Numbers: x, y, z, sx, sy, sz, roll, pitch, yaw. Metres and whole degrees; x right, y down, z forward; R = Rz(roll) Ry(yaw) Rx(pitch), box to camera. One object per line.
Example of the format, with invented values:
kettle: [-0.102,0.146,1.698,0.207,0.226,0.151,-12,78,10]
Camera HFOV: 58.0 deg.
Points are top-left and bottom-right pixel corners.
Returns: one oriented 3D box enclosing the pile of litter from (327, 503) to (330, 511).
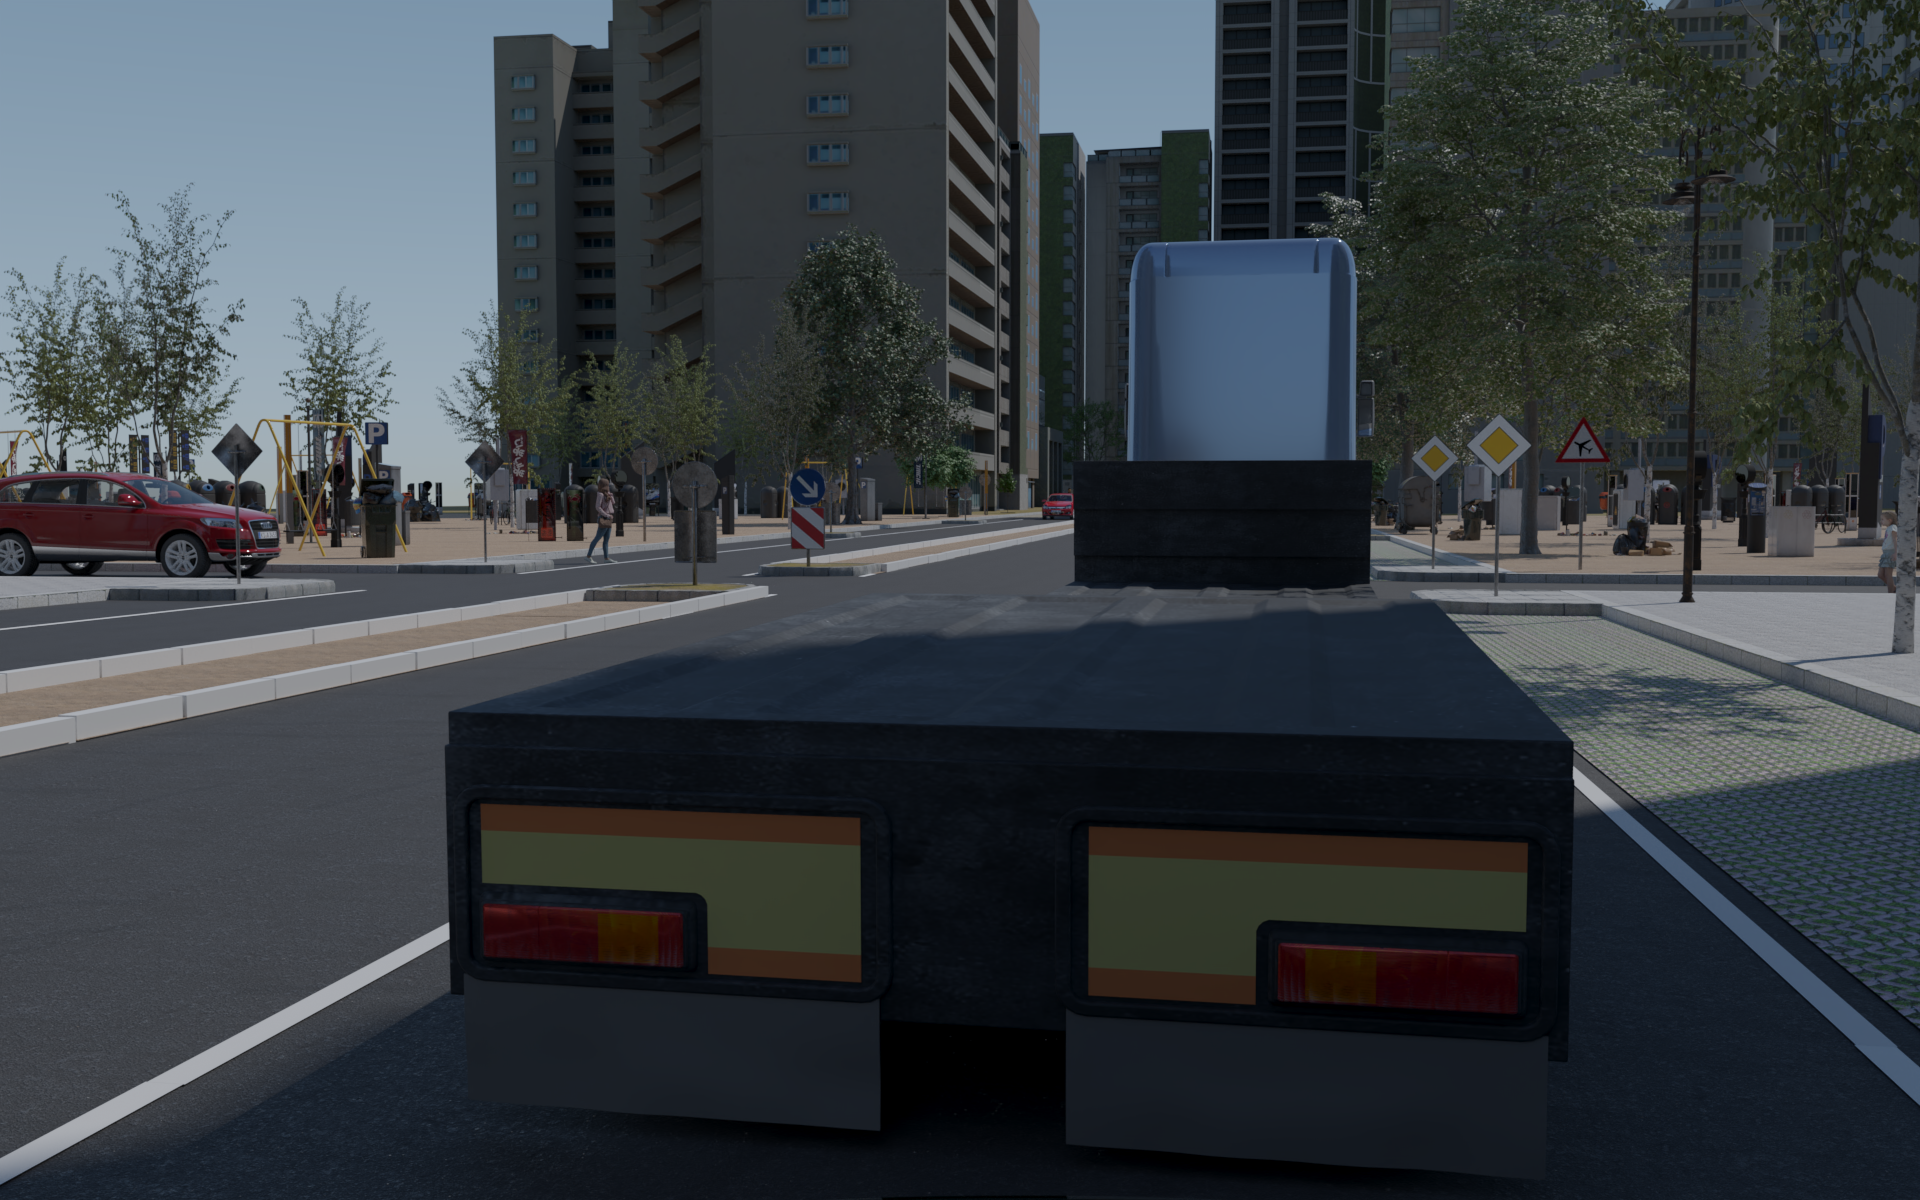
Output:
pile of litter: [-36.519,-5.315,100.860,1.719,0.858,1.176,-2,4,-30]

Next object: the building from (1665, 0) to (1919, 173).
building: [92.459,-39.521,188.165,28.212,58.520,21.231,1,4,10]

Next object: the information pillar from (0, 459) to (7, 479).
information pillar: [-63.847,-7.604,115.688,0.183,3.616,0.504,2,4,24]

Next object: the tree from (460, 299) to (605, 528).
tree: [-16.896,-7.073,66.009,4.737,8.622,4.395,0,3,0]

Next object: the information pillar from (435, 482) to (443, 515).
information pillar: [-32.435,-6.319,107.807,0.304,2.012,0.304,2,4,28]

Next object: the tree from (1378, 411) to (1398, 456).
tree: [23.526,-10.539,106.732,8.767,10.594,7.601,-1,4,-18]

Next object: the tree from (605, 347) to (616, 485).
tree: [-16.947,-8.196,84.371,4.737,8.622,4.395,0,3,0]

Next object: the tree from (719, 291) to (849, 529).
tree: [-6.312,-6.877,62.805,4.360,8.622,3.978,0,3,0]

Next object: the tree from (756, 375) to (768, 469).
tree: [-13.296,-9.596,107.257,4.737,8.622,4.395,0,3,0]

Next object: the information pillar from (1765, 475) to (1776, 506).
information pillar: [30.717,-3.744,65.703,0.304,2.012,0.304,3,5,44]

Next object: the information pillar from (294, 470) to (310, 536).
information pillar: [-20.248,-2.993,53.426,0.304,2.012,0.304,-1,4,-12]

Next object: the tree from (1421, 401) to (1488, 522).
tree: [22.975,-7.946,80.283,4.360,8.622,3.978,0,3,0]

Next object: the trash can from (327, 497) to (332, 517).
trash can: [-35.218,-5.208,96.807,0.748,1.137,0.748,0,3,0]

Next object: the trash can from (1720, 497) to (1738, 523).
trash can: [34.424,-4.033,77.593,0.748,1.137,0.748,0,3,0]

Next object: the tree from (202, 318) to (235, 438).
tree: [-31.203,-7.276,69.323,4.737,8.622,4.395,0,3,0]

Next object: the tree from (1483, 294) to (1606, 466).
tree: [29.614,-9.955,88.511,9.928,11.665,9.643,0,3,0]

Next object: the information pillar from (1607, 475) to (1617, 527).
information pillar: [25.351,-3.843,67.320,0.304,2.012,0.304,2,4,26]

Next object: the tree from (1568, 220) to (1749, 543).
tree: [18.033,-5.809,45.338,4.360,8.622,3.978,0,3,0]

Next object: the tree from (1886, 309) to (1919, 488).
tree: [36.380,-7.015,65.061,4.360,8.622,3.978,0,3,0]

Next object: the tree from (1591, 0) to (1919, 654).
tree: [7.506,-3.889,13.952,4.737,8.622,4.395,0,3,0]

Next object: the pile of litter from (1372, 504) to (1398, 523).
pile of litter: [19.237,-3.954,78.613,1.719,0.858,1.176,-2,4,-32]

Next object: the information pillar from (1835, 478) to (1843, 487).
information pillar: [40.820,-4.642,80.385,0.304,2.012,0.304,0,4,0]

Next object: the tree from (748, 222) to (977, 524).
tree: [-4.544,-9.577,73.585,9.611,12.733,9.660,0,3,0]

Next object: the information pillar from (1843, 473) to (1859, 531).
information pillar: [31.103,-3.421,60.424,0.304,2.012,0.304,0,4,-2]

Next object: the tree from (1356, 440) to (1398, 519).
tree: [21.002,-6.486,89.754,4.285,4.588,4.351,0,3,0]

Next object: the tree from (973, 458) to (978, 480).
tree: [-0.631,-7.089,99.622,4.285,4.588,4.351,0,3,0]

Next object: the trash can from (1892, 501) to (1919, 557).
trash can: [19.503,-1.459,35.504,0.748,1.137,0.748,0,3,0]

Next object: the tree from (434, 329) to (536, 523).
tree: [-20.868,-7.755,77.149,4.360,8.622,3.978,0,3,0]

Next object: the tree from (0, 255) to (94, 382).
tree: [-28.260,-6.358,54.312,4.737,8.622,4.395,0,3,0]

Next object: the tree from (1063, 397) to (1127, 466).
tree: [14.169,-15.768,183.560,9.928,11.665,9.643,0,3,0]

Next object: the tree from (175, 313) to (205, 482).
tree: [-30.605,-6.821,61.892,4.737,8.622,4.395,0,3,0]

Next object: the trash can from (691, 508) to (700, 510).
trash can: [-13.091,-4.498,85.188,0.748,1.137,0.748,0,3,0]

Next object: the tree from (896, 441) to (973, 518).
tree: [-1.838,-6.622,91.991,4.285,4.588,4.351,0,3,0]

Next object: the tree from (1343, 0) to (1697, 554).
tree: [11.797,-7.258,36.788,7.486,12.596,7.792,0,3,0]

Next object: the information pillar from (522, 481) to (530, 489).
information pillar: [-22.661,-5.263,90.534,0.304,2.012,0.304,1,4,20]

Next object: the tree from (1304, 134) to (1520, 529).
tree: [16.255,-9.555,62.884,9.857,13.997,8.962,0,3,0]

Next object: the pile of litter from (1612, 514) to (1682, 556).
pile of litter: [14.457,-1.370,36.369,1.719,0.858,1.176,-1,4,-15]

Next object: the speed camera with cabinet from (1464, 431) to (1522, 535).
speed camera with cabinet: [16.921,-3.673,54.396,2.038,3.252,0.660,3,5,41]

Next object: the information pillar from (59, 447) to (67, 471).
information pillar: [-44.757,-5.820,86.507,0.183,3.616,0.504,1,4,12]

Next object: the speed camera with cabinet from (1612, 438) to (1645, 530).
speed camera with cabinet: [24.070,-4.162,62.382,0.660,3.252,2.038,0,4,7]

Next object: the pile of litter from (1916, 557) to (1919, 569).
pile of litter: [16.641,-0.958,29.629,1.176,0.858,1.719,2,4,33]

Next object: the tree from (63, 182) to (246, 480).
tree: [-19.031,-5.553,41.159,4.360,8.622,3.978,0,3,0]

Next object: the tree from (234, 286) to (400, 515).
tree: [-22.425,-6.835,62.122,4.737,8.622,4.395,0,3,0]

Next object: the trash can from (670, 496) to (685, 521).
trash can: [-13.717,-4.425,84.005,0.748,1.137,0.748,0,3,0]

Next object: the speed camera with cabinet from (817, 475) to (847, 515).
speed camera with cabinet: [-7.873,-6.748,104.668,2.038,3.252,0.660,0,4,-7]

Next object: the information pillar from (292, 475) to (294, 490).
information pillar: [-25.129,-3.707,65.094,0.304,2.012,0.304,2,4,33]

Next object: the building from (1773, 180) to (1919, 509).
building: [81.488,-23.720,159.525,14.107,30.474,14.160,1,4,10]

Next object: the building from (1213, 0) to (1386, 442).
building: [39.497,-46.405,196.971,20.611,71.187,20.563,1,4,10]

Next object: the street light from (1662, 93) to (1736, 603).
street light: [8.618,-2.909,20.348,0.468,5.910,1.993,1,4,10]

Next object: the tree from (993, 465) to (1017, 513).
tree: [3.229,-7.447,116.360,1.663,3.219,1.824,0,3,0]

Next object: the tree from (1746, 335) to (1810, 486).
tree: [27.728,-6.896,63.118,4.360,8.622,3.978,0,3,0]

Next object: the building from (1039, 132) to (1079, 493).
building: [6.916,-31.584,199.993,14.086,41.232,14.154,1,4,10]

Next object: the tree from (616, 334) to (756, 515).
tree: [-12.483,-7.888,79.327,4.737,8.622,4.395,0,3,0]

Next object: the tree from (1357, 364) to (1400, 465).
tree: [23.349,-9.007,97.626,4.737,8.622,4.395,0,3,0]

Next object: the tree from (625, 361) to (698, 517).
tree: [-16.165,-8.872,95.424,4.360,8.622,3.978,0,3,0]

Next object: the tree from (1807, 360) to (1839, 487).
tree: [42.246,-8.187,84.220,4.360,8.622,3.978,0,3,0]

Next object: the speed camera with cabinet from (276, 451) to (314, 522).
speed camera with cabinet: [-30.381,-5.187,79.142,0.660,3.252,2.038,1,4,16]

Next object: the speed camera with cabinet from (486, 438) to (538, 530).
speed camera with cabinet: [-15.889,-4.142,62.056,2.038,3.252,0.660,-2,4,-31]

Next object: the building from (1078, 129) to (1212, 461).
building: [21.611,-31.473,198.175,14.086,41.232,14.154,1,4,10]
